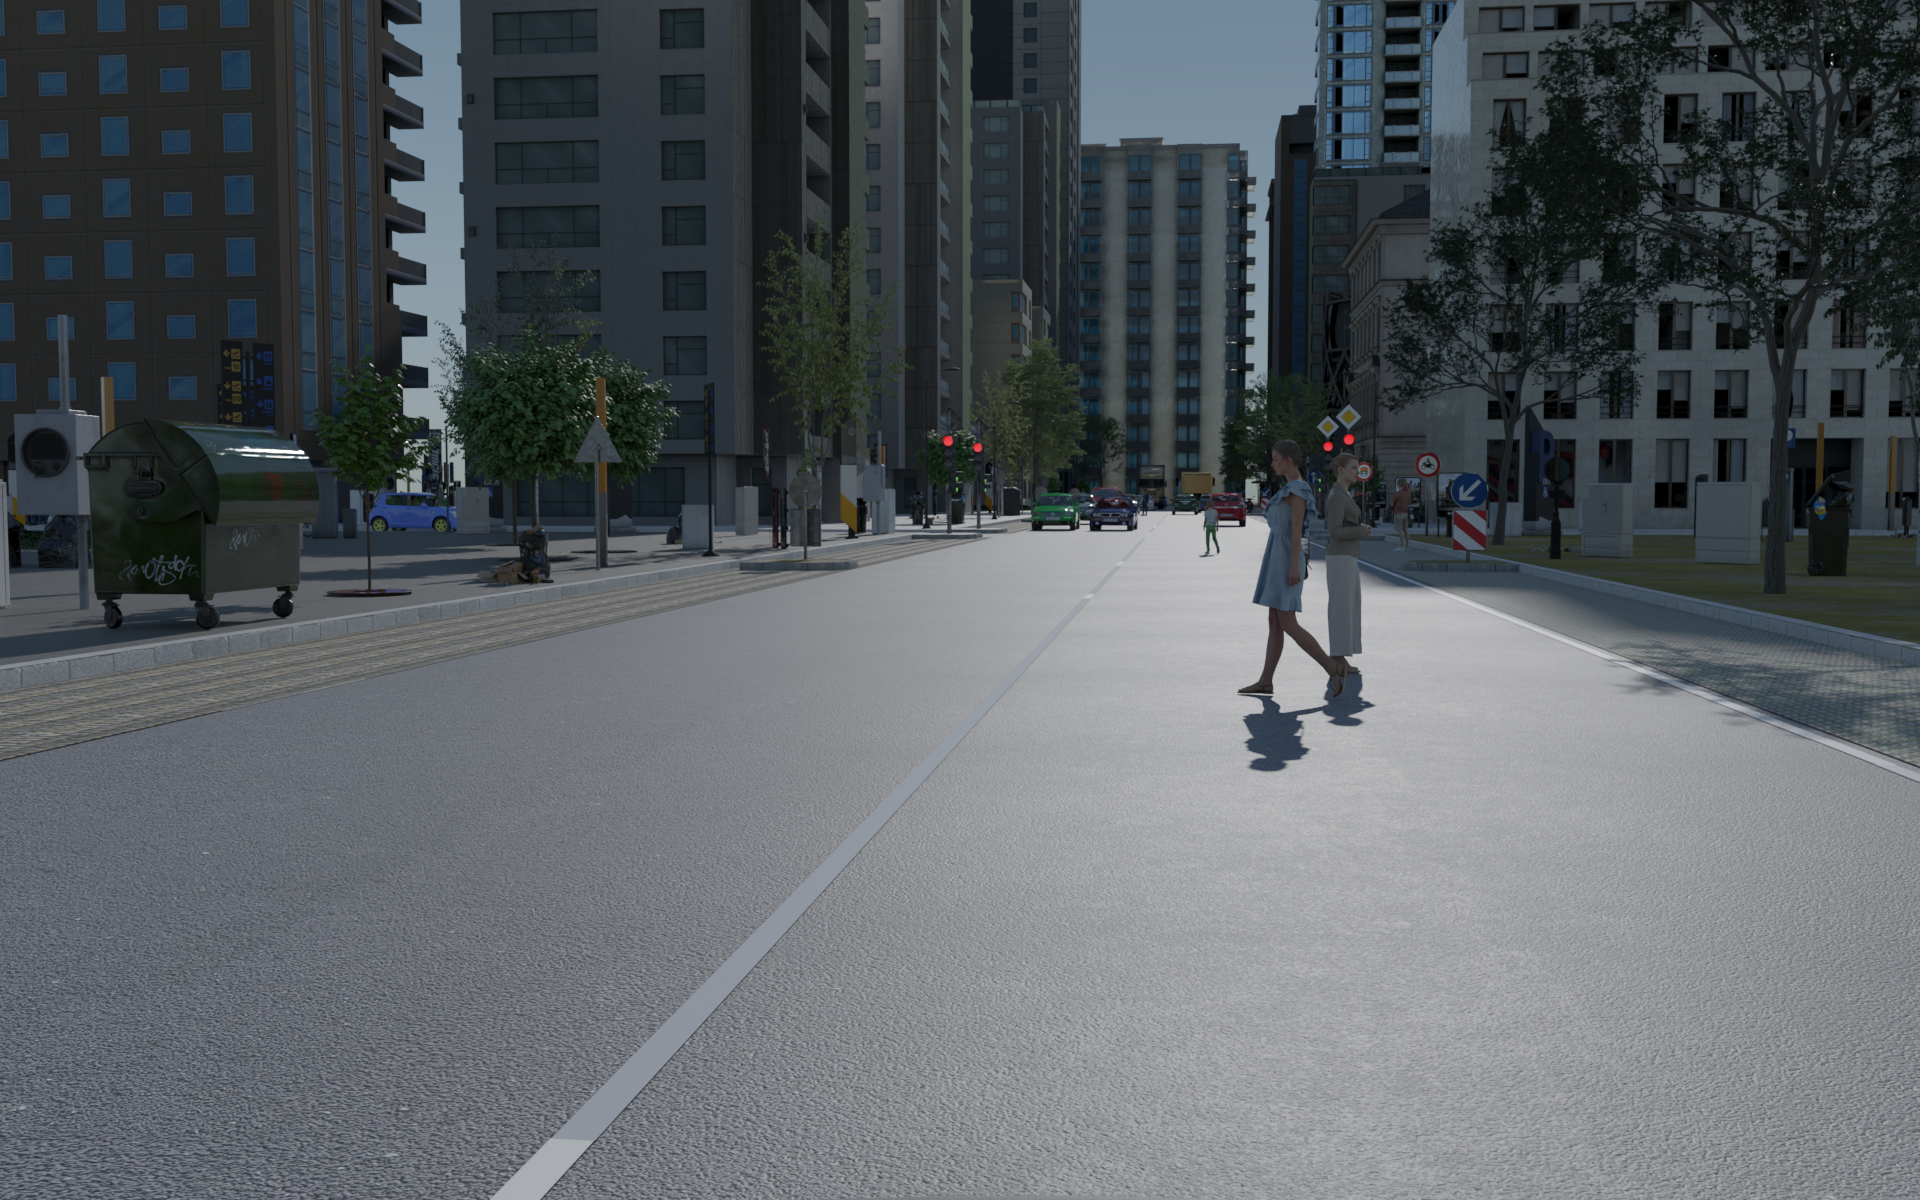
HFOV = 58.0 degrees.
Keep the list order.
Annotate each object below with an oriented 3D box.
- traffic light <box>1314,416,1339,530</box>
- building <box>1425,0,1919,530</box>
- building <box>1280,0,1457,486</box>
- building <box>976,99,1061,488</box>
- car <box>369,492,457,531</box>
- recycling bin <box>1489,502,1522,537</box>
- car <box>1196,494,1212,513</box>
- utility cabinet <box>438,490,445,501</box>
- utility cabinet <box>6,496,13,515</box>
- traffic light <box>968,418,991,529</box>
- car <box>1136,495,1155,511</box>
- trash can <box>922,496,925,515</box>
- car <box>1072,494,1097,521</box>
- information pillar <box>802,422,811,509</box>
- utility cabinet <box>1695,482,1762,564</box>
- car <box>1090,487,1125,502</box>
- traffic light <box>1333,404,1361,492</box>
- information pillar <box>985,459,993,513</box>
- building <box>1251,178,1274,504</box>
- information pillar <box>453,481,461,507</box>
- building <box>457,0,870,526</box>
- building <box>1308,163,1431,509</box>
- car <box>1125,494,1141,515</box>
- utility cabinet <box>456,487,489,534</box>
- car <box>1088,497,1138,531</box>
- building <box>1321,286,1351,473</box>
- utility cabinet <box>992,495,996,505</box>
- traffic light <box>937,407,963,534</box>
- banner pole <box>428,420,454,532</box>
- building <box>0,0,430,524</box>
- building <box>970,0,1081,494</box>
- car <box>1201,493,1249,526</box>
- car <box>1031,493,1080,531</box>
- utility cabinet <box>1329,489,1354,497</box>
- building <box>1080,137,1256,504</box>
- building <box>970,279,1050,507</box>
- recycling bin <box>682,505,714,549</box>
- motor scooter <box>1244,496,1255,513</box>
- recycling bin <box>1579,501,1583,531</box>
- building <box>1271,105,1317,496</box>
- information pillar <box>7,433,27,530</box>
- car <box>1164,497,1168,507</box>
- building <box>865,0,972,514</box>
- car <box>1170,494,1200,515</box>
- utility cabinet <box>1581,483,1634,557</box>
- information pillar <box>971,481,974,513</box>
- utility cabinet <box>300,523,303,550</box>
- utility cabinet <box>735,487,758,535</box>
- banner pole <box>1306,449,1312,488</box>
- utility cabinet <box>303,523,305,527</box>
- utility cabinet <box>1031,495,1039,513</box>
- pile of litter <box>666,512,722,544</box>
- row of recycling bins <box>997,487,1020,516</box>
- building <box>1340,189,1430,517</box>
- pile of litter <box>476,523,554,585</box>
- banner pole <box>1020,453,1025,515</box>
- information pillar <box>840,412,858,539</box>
[{"bbox_3d":[13.165,-4.481,62.190,0.839,4.253,0.868,0,4,7],"label":"traffic light"},{"bbox_3d":[27.743,-13.038,67.916,16.860,20.320,10.420,0,4,7],"label":"building"},{"bbox_3d":[44.905,-52.776,175.553,22.319,86.520,31.000,0,4,7],"label":"building"},{"bbox_3d":[2.603,-30.072,175.263,14.154,41.232,14.086,0,4,7],"label":"building"},{"bbox_3d":[-19.615,-3.279,63.196,3.694,1.707,1.945,1,4,8],"label":"car"},{"bbox_3d":[16.374,-2.411,51.977,0.722,1.027,0.722,0,4,-7],"label":"recycling bin"},{"bbox_3d":[19.106,-7.384,132.729,2.014,1.417,4.499,0,4,7],"label":"car"},{"bbox_3d":[-25.249,-4.625,84.290,0.318,1.500,1.173,-1,4,-17],"label":"utility cabinet"},{"bbox_3d":[-32.284,-2.901,58.598,0.306,1.237,1.020,-3,4,-38],"label":"utility cabinet"},{"bbox_3d":[0.707,-4.579,63.794,0.839,4.253,0.868,0,4,7],"label":"traffic light"},{"bbox_3d":[15.715,-8.332,148.593,2.083,1.381,4.827,0,4,7],"label":"car"},{"bbox_3d":[-2.369,-5.658,104.166,0.748,1.137,0.748,0,3,0],"label":"trash can"},{"bbox_3d":[5.747,-4.354,82.994,2.131,1.459,4.920,0,4,7],"label":"car"},{"bbox_3d":[-4.931,-3.937,55.723,0.183,3.616,0.504,1,4,21],"label":"information pillar"},{"bbox_3d":[14.109,-1.414,31.802,0.318,1.500,1.173,-2,4,-27],"label":"utility cabinet"},{"bbox_3d":[8.063,-5.365,96.395,2.281,1.827,5.304,0,4,8],"label":"car"},{"bbox_3d":[12.131,-3.997,54.271,0.839,4.253,0.868,0,4,7],"label":"traffic light"},{"bbox_3d":[1.932,-7.574,115.184,0.504,3.616,0.183,1,4,16],"label":"information pillar"},{"bbox_3d":[53.724,-35.217,230.426,28.867,44.769,22.147,0,4,7],"label":"building"},{"bbox_3d":[-27.335,-5.486,94.193,0.304,2.012,0.304,3,4,37],"label":"information pillar"},{"bbox_3d":[-12.060,-18.518,74.471,14.160,30.474,14.107,0,4,7],"label":"building"},{"bbox_3d":[38.240,-23.469,155.422,14.160,30.474,14.107,0,4,7],"label":"building"},{"bbox_3d":[11.722,-6.735,121.913,2.131,1.459,4.920,0,4,8],"label":"car"},{"bbox_3d":[-15.545,-2.851,55.286,0.318,1.500,1.173,2,4,27],"label":"utility cabinet"},{"bbox_3d":[6.111,-3.434,68.721,1.945,1.354,3.894,1,4,9],"label":"car"},{"bbox_3d":[34.948,-15.847,126.549,16.820,18.784,16.811,0,4,7],"label":"building"},{"bbox_3d":[2.427,-7.640,136.080,0.306,1.237,1.020,3,4,39],"label":"utility cabinet"},{"bbox_3d":[-0.327,-4.095,55.876,0.839,4.253,0.868,0,4,7],"label":"traffic light"},{"bbox_3d":[-17.568,-4.191,58.542,0.863,3.779,0.401,0,4,1],"label":"banner pole"},{"bbox_3d":[-33.858,-26.146,77.605,14.200,45.320,14.600,0,4,7],"label":"building"},{"bbox_3d":[3.175,-46.624,200.559,20.611,71.187,20.563,0,4,7],"label":"building"},{"bbox_3d":[11.959,-4.223,78.094,2.155,1.783,4.494,0,4,7],"label":"car"},{"bbox_3d":[3.855,-3.709,69.438,1.959,1.807,4.718,0,4,7],"label":"car"},{"bbox_3d":[17.994,-4.469,81.745,1.173,1.500,0.318,3,5,41],"label":"utility cabinet"},{"bbox_3d":[24.492,-37.670,235.507,30.456,49.044,23.786,0,4,7],"label":"building"},{"bbox_3d":[-6.831,-18.986,155.459,27.650,21.520,28.899,0,4,7],"label":"building"},{"bbox_3d":[-6.133,-1.714,40.573,0.722,1.027,0.722,0,4,-7],"label":"recycling bin"},{"bbox_3d":[21.396,-7.045,127.955,0.815,1.314,1.986,0,4,6],"label":"motor scooter"},{"bbox_3d":[22.038,-2.931,60.468,0.722,1.027,0.722,2,4,29],"label":"recycling bin"},{"bbox_3d":[43.453,-33.617,199.748,14.600,45.320,14.200,0,4,7],"label":"building"},{"bbox_3d":[-32.880,-4.221,60.375,0.504,3.616,0.183,-2,4,-24],"label":"information pillar"},{"bbox_3d":[22.410,-11.339,194.980,1.945,1.707,3.694,1,4,9],"label":"car"},{"bbox_3d":[-7.004,-26.251,112.802,14.154,41.232,14.086,0,4,7],"label":"building"},{"bbox_3d":[15.700,-6.669,120.838,2.131,1.459,4.920,0,4,7],"label":"car"},{"bbox_3d":[13.135,-1.620,35.168,0.318,1.500,1.173,-1,4,-20],"label":"utility cabinet"},{"bbox_3d":[0.810,-7.553,114.845,0.183,3.616,0.504,1,4,10],"label":"information pillar"},{"bbox_3d":[-15.497,-1.862,39.127,1.173,1.500,0.318,-3,5,-43],"label":"utility cabinet"},{"bbox_3d":[-6.633,-2.761,53.821,0.318,1.500,1.173,1,4,14],"label":"utility cabinet"},{"bbox_3d":[19.371,-6.492,96.156,0.401,3.779,0.863,2,4,33],"label":"banner pole"},{"bbox_3d":[-25.717,-3.435,67.323,0.306,1.237,1.020,-2,4,-29],"label":"utility cabinet"},{"bbox_3d":[4.955,-6.315,114.411,0.306,1.237,1.020,-1,4,-14],"label":"utility cabinet"},{"bbox_3d":[-6.901,-1.893,44.917,1.719,0.858,1.176,-2,4,-35],"label":"pile of litter"},{"bbox_3d":[2.957,-5.917,103.854,1.069,1.692,3.534,-1,4,-8],"label":"row of recycling bins"},{"bbox_3d":[28.869,-14.612,103.531,10.561,19.102,19.286,0,4,7],"label":"building"},{"bbox_3d":[-6.450,-0.686,25.176,1.176,0.858,1.719,0,4,-1],"label":"pile of litter"},{"bbox_3d":[3.783,-7.120,106.429,0.401,3.779,0.863,1,4,13],"label":"banner pole"},{"bbox_3d":[-3.183,-3.562,49.600,0.504,3.616,0.183,-2,4,-25],"label":"information pillar"}]
